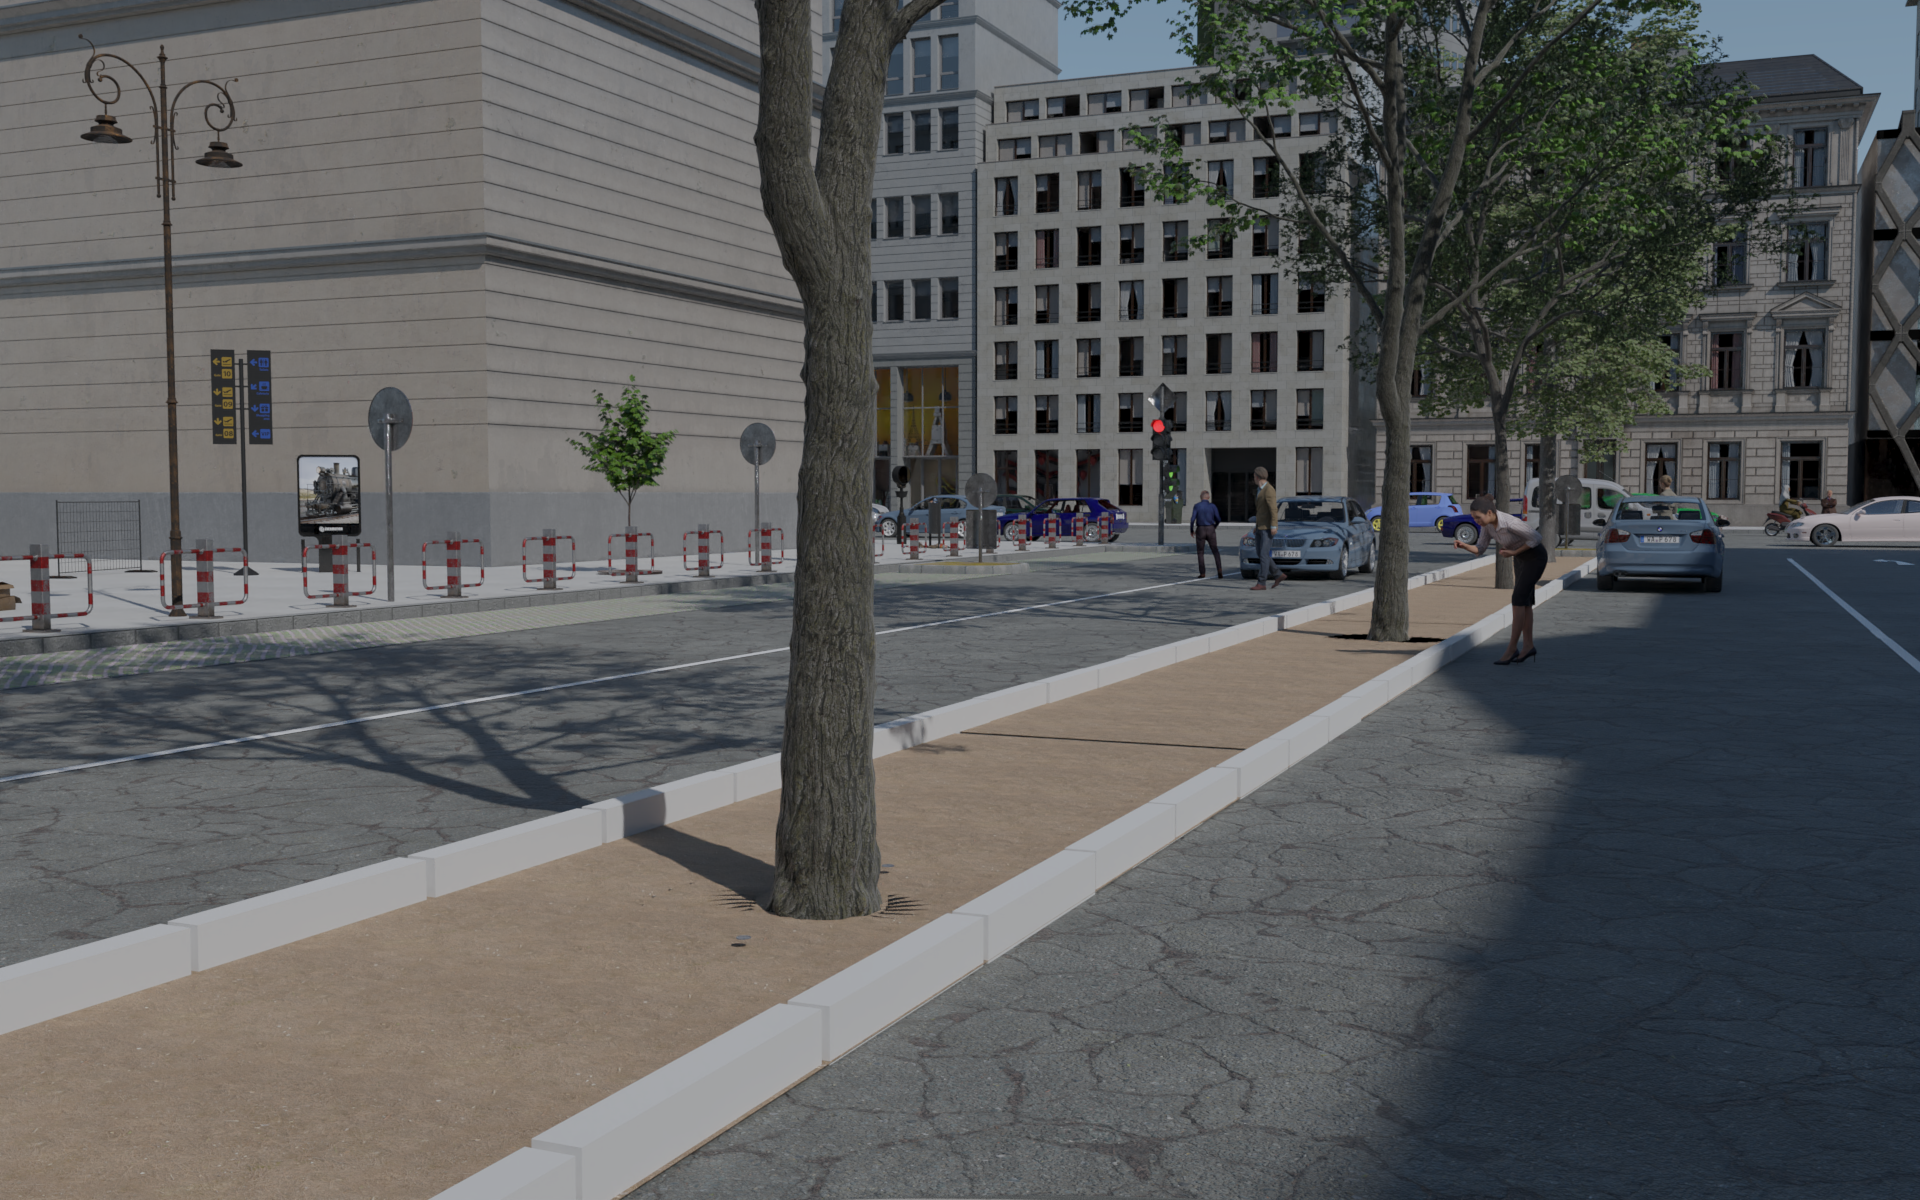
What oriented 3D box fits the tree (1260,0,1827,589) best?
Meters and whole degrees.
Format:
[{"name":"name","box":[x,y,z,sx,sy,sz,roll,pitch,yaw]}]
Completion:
[{"name":"tree","box":[8.339,-5.452,26.009,8.767,10.594,7.601,2,4,23]}]

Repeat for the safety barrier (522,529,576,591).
[{"name":"safety barrier","box":[-5.476,-0.540,23.104,0.300,0.817,1.120,2,4,23]}]

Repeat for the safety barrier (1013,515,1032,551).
[{"name":"safety barrier","box":[1.402,-1.511,38.976,0.300,0.817,1.120,2,4,23]}]

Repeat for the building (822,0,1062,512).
[{"name":"building","box":[-10.667,-19.148,90.567,29.804,29.767,11.434,2,4,23]}]

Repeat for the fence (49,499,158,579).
[{"name":"fence","box":[-13.539,-0.983,27.283,0.480,1.192,2.264,0,4,7]}]

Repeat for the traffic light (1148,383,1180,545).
[{"name":"traffic light","box":[5.091,-3.345,43.608,0.839,4.253,0.868,2,4,23]}]

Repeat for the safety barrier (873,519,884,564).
[{"name":"safety barrier","box":[-1.654,-1.079,31.922,0.300,0.817,1.120,2,4,23]}]

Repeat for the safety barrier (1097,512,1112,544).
[{"name":"safety barrier","box":[3.705,-1.835,44.281,0.300,0.817,1.120,2,4,23]}]

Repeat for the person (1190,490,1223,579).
[{"name":"person","box":[4.248,-1.121,29.519,0.574,1.496,0.600,1,4,22]}]

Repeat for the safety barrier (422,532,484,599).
[{"name":"safety barrier","box":[-6.237,-0.432,21.344,0.300,0.817,1.120,2,4,23]}]

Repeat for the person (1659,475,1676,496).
[{"name":"person","box":[12.157,-1.279,29.956,0.519,1.759,0.362,-3,5,-39]}]

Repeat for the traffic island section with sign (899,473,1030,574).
[{"name":"traffic island section with sign","box":[0.192,-1.410,31.677,1.989,1.847,2.006,2,4,23]}]

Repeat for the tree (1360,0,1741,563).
[{"name":"tree","box":[12.277,-7.069,36.169,7.486,12.596,7.792,0,3,0]}]

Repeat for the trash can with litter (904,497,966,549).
[{"name":"trash can with litter","box":[-0.678,-1.857,41.427,1.678,1.210,2.233,-2,4,-26]}]

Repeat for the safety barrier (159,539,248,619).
[{"name":"safety barrier","box":[-7.767,-0.217,17.821,0.300,0.817,1.120,2,4,23]}]

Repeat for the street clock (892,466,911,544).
[{"name":"street clock","box":[-1.492,-2.425,44.225,0.471,2.002,0.358,-3,5,-44]}]

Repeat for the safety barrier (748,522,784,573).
[{"name":"safety barrier","box":[-3.176,-0.864,28.402,0.300,0.817,1.120,2,4,23]}]

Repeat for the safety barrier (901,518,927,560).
[{"name":"safety barrier","box":[-0.888,-1.187,33.686,0.300,0.817,1.120,2,4,23]}]

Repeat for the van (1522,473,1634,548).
[{"name":"van","box":[16.382,-2.262,43.997,4.112,2.044,2.013,1,4,22]}]

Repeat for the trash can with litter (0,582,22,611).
[{"name":"trash can with litter","box":[-10.771,-0.453,18.790,0.624,1.170,1.055,1,4,9]}]

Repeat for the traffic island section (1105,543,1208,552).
[{"name":"traffic island section","box":[5.058,-1.314,43.758,2.009,0.180,2.903,2,4,23]}]

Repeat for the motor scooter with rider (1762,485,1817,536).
[{"name":"motor scooter with rider","box":[28.104,-3.021,58.358,1.986,1.779,0.876,2,4,25]}]

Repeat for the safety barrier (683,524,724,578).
[{"name":"safety barrier","box":[-3.940,-0.756,26.638,0.300,0.817,1.120,2,4,23]}]

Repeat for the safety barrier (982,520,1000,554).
[{"name":"safety barrier","box":[0.643,-1.403,37.216,0.300,0.817,1.120,2,4,23]}]

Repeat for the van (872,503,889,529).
[{"name":"van","box":[-4.706,-3.700,67.509,4.112,2.044,2.013,1,4,22]}]

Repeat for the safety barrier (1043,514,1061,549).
[{"name":"safety barrier","box":[2.170,-1.618,40.733,0.300,0.817,1.120,2,4,23]}]

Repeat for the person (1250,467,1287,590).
[{"name":"person","box":[4.593,-1.078,26.033,0.836,1.842,0.656,-3,5,-39]}]

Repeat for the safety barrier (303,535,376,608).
[{"name":"safety barrier","box":[-7.004,-0.324,19.580,0.300,0.817,1.120,2,4,23]}]

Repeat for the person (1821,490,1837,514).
[{"name":"person","box":[25.958,-2.505,51.728,0.482,1.546,0.388,2,4,26]}]

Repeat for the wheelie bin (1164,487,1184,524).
[{"name":"wheelie bin","box":[9.187,-4.066,74.391,0.693,1.594,0.980,-2,4,-27]}]

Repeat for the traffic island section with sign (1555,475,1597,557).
[{"name":"traffic island section with sign","box":[14.016,-1.958,40.148,2.006,1.907,1.989,2,4,23]}]

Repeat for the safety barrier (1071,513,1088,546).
[{"name":"safety barrier","box":[2.938,-1.727,42.507,0.300,0.817,1.120,2,4,23]}]

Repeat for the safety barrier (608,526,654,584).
[{"name":"safety barrier","box":[-4.715,-0.648,24.864,0.300,0.817,1.120,2,4,23]}]

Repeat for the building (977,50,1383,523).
[{"name":"building","box":[10.577,-13.851,81.215,16.860,20.320,10.420,2,4,23]}]

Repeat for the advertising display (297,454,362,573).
[{"name":"advertising display","box":[-10.303,-1.413,28.311,0.974,1.923,0.123,-1,4,-17]}]

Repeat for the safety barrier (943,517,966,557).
[{"name":"safety barrier","box":[-0.118,-1.295,35.456,0.300,0.817,1.120,2,4,23]}]

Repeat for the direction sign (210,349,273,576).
[{"name":"direction sign","box":[-11.279,-2.157,27.262,0.876,3.537,0.379,-1,4,-16]}]

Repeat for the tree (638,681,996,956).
[{"name":"tree","box":[-0.413,-4.725,5.460,9.928,11.665,9.643,0,3,0]}]

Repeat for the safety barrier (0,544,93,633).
[{"name":"safety barrier","box":[-8.529,-0.109,16.062,0.300,0.817,1.120,2,4,23]}]

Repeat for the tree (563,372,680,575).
[{"name":"tree","box":[-5.195,-2.021,27.638,1.663,3.219,1.824,0,3,0]}]

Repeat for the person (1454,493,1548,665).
[{"name":"person","box":[4.572,-0.176,14.574,0.628,1.438,0.799,2,4,35]}]
